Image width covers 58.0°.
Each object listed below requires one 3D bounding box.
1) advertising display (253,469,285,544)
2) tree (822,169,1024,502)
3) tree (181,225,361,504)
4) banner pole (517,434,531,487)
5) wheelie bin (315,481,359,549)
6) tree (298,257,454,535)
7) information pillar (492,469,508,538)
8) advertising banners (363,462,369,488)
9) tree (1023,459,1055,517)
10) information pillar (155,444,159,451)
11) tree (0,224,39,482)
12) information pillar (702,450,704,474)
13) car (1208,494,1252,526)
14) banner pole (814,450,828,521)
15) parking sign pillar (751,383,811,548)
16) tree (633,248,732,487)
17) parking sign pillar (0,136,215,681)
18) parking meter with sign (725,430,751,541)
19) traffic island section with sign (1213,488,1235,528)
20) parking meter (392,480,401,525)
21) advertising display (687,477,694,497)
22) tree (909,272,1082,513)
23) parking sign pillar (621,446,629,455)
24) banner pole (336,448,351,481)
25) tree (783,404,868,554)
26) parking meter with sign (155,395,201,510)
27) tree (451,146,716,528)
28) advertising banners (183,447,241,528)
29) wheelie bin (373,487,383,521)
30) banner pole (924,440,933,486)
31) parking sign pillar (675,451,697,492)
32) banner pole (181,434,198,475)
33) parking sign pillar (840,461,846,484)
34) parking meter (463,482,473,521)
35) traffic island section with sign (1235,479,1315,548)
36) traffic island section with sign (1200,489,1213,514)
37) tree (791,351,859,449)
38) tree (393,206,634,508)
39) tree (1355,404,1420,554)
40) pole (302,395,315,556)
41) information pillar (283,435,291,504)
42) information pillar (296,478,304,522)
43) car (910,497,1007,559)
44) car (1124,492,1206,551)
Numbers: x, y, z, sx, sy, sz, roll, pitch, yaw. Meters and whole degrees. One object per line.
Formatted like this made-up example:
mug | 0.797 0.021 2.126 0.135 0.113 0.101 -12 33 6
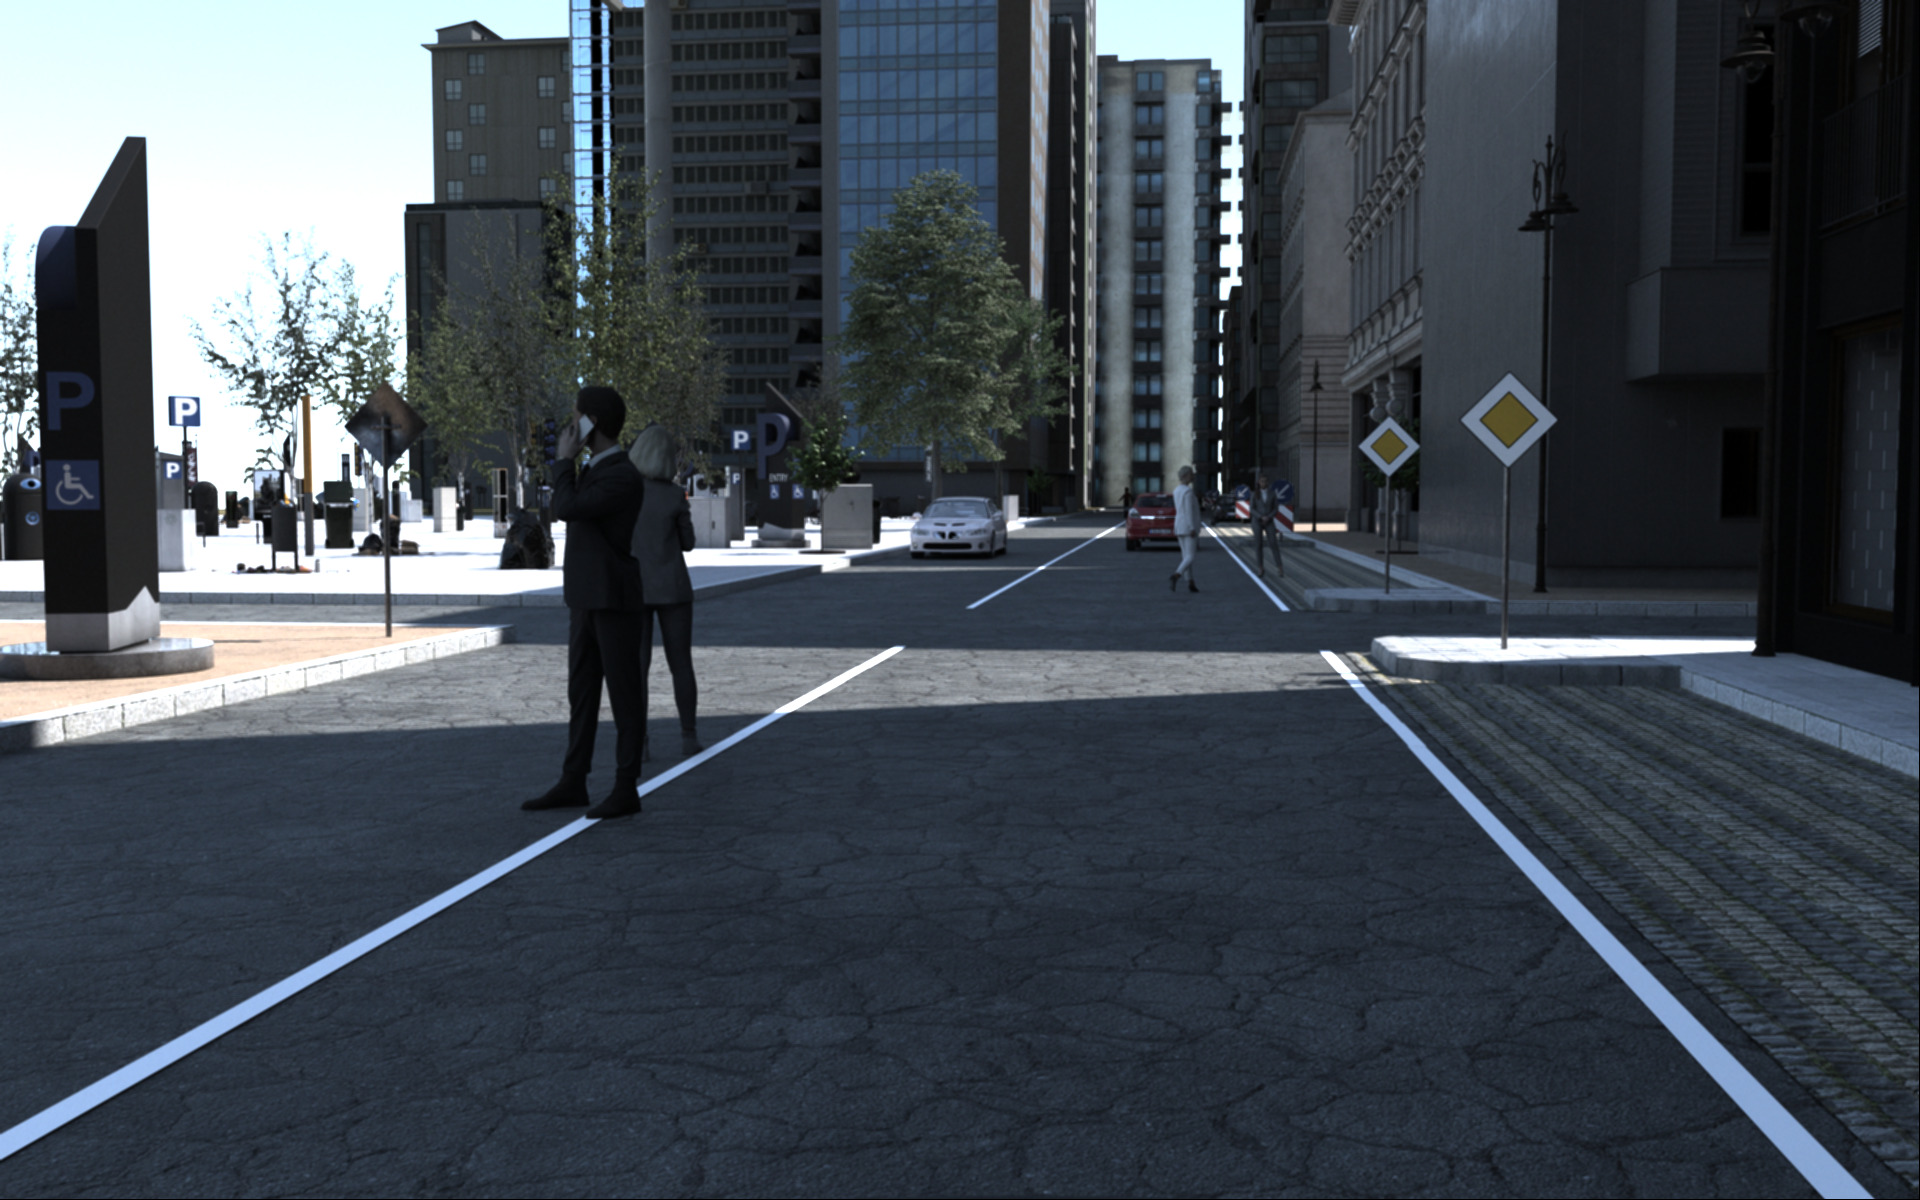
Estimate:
advertising display | -17.772 -2.406 44.547 0.974 1.923 0.123 2 4 25
tree | -1.178 -8.753 61.246 7.486 12.596 7.792 0 3 0
tree | -18.354 -5.902 46.862 4.360 8.622 3.978 0 3 0
banner pole | -18.294 -5.051 72.605 0.863 3.779 0.401 2 4 27
wheelie bin | -14.643 -2.006 40.712 0.980 1.594 0.693 -2 4 -23
tree | -18.385 -6.320 53.689 4.737 8.622 4.395 0 3 0
information pillar | -13.330 -2.798 50.235 0.304 2.012 0.304 3 5 41
advertising banners | -31.766 -5.990 94.120 2.074 3.025 0.090 2 4 35
tree | 4.255 -6.227 96.413 1.663 3.219 1.824 0 3 0
information pillar | -37.762 -5.512 81.481 0.183 3.616 0.504 0 4 -8
tree | -26.164 -5.988 48.260 4.360 8.622 3.978 0 3 0
information pillar | -13.547 -6.121 91.426 0.183 3.616 0.504 -1 4 -12
car | 12.243 -4.184 78.199 2.009 1.686 4.222 0 4 6
banner pole | -6.598 -5.694 83.109 0.863 3.779 0.401 -3 4 -36
parking sign pillar | -4.292 -3.243 41.487 1.447 3.967 1.447 -3 5 -45
tree | -8.564 -6.193 51.626 4.360 8.622 3.978 0 3 0
parking sign pillar | -6.214 -1.469 12.498 1.447 3.967 1.447 -1 4 -10
parking meter with sign | -6.182 -3.151 47.773 0.543 3.016 1.738 -1 4 -17
traffic island section with sign | 11.991 -4.019 74.340 1.989 1.847 2.006 0 4 7
parking meter | -23.255 -4.020 71.434 0.255 1.863 0.399 0 4 -2
advertising display | -10.109 -3.656 64.995 0.123 1.923 0.974 -1 4 -16
tree | 1.721 -9.571 82.246 9.928 11.665 9.643 0 3 0
parking sign pillar | -14.760 -5.279 74.790 1.447 3.967 1.447 -2 4 -31
banner pole | -33.308 -6.329 93.493 0.863 3.779 0.401 -2 4 -25
tree | -3.039 -2.616 37.366 1.663 3.219 1.824 0 3 0
parking meter with sign | -14.382 -2.148 31.373 1.738 3.016 0.543 3 5 42
tree | -7.624 -5.341 37.686 4.737 8.622 4.395 0 3 0
advertising banners | -28.009 -4.199 64.841 2.074 3.025 0.090 0 4 0
wheelie bin | -27.913 -4.544 82.200 0.693 1.594 0.980 0 4 7
banner pole | -1.110 -4.809 68.649 0.863 3.779 0.401 3 4 38
parking sign pillar | -14.642 -6.325 91.882 1.447 3.967 1.447 0 4 -2
banner pole | -31.761 -4.990 71.605 0.401 3.779 0.863 3 5 42
parking sign pillar | -6.707 -6.477 94.374 1.447 3.967 1.447 -1 4 -14
parking meter | -23.810 -4.776 83.794 0.399 1.863 0.255 0 4 -4
traffic island section with sign | 8.606 -2.357 47.159 1.989 1.847 2.006 0 4 7
traffic island section with sign | 18.056 -7.010 123.241 1.989 1.847 2.006 0 4 7
tree | -6.849 -8.398 87.673 4.360 8.622 3.978 0 3 0
tree | -11.374 -5.721 43.902 4.360 8.622 3.978 0 3 0
tree | 9.527 -2.626 37.542 1.663 3.219 1.824 0 3 0
pole | -13.503 -2.570 35.869 0.158 3.312 0.155 0 3 0
information pillar | -25.937 -4.615 66.810 0.183 3.616 0.504 0 4 7
information pillar | -30.631 -4.652 80.555 0.304 2.012 0.304 2 4 33
car | 0.021 -1.693 40.036 2.083 1.381 4.827 0 4 7
car | 5.313 -2.207 45.127 2.155 1.783 4.494 1 4 9
